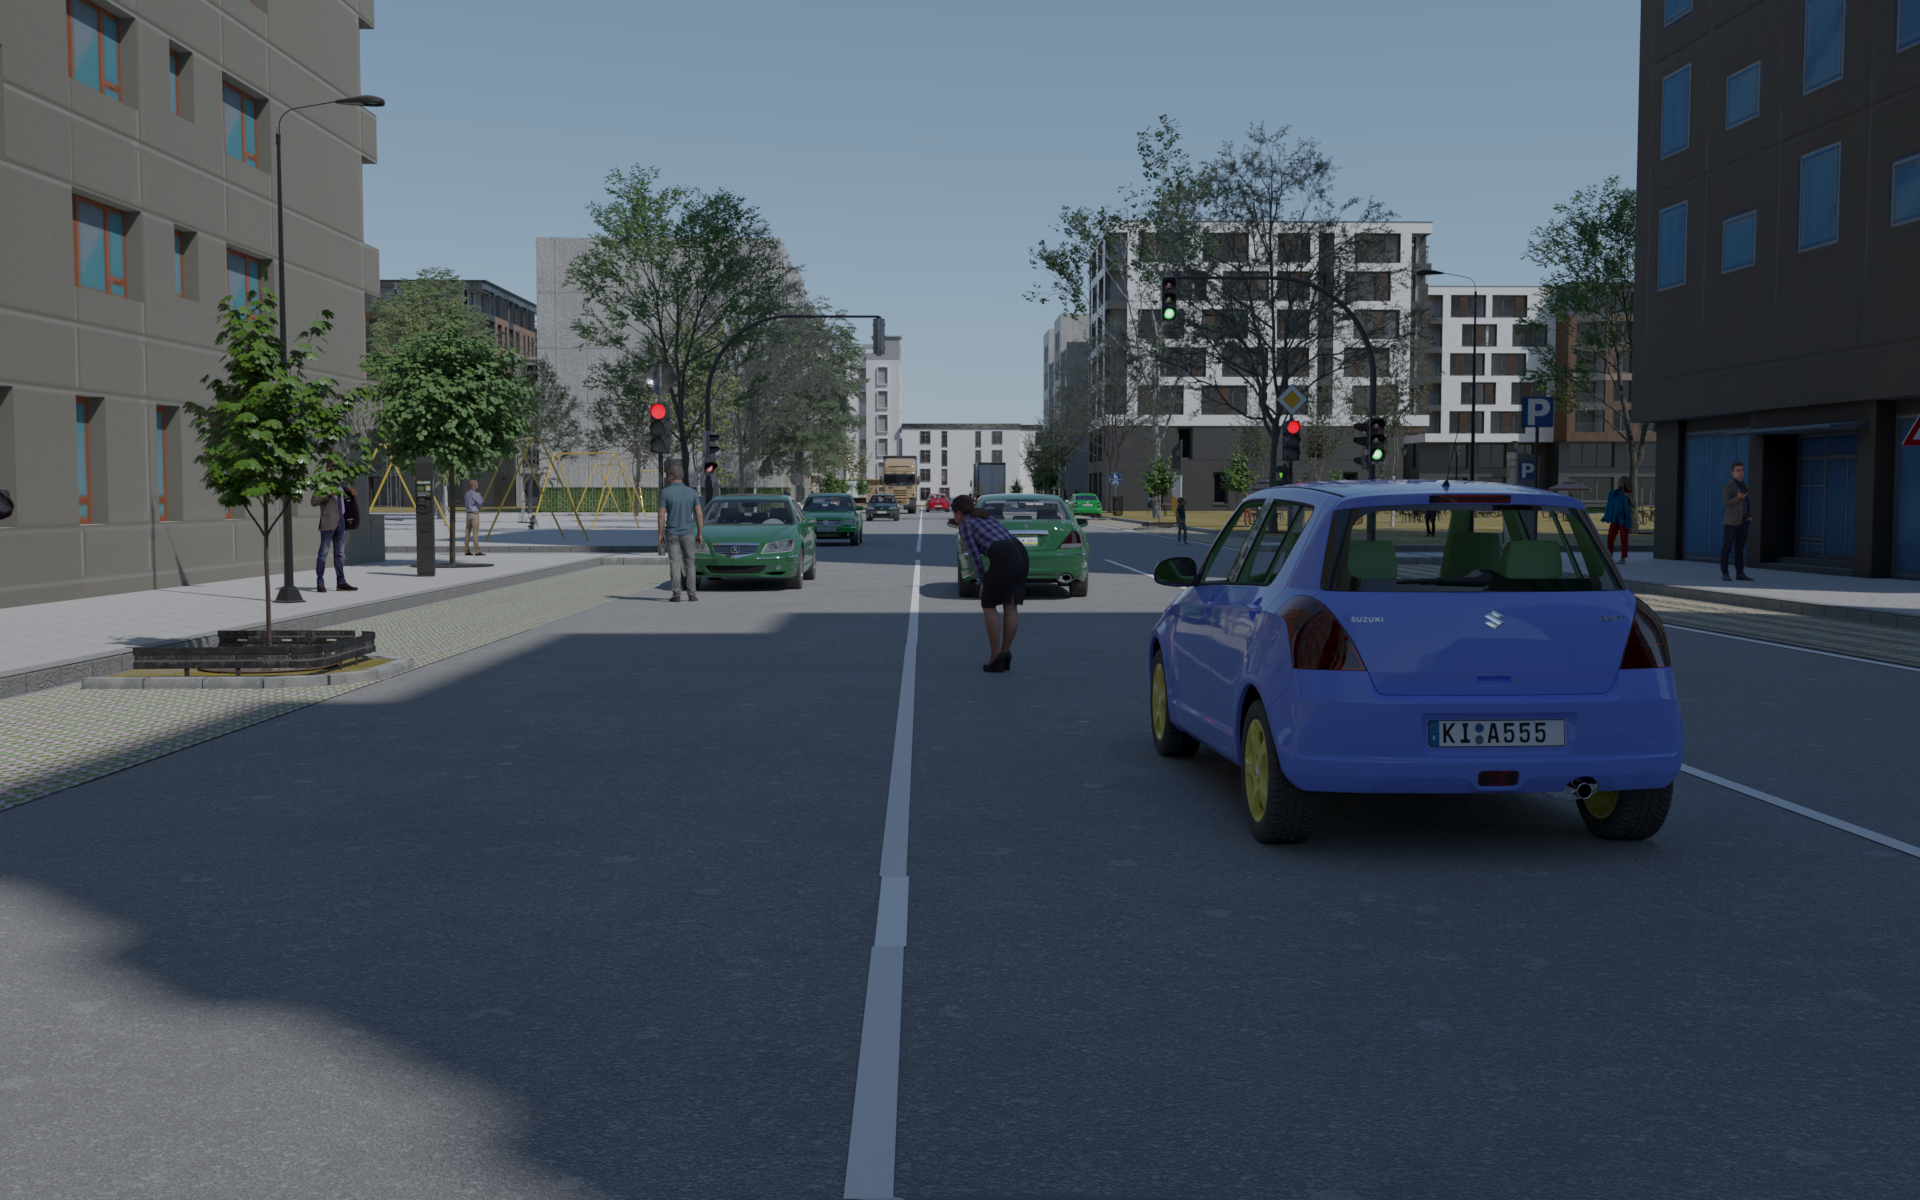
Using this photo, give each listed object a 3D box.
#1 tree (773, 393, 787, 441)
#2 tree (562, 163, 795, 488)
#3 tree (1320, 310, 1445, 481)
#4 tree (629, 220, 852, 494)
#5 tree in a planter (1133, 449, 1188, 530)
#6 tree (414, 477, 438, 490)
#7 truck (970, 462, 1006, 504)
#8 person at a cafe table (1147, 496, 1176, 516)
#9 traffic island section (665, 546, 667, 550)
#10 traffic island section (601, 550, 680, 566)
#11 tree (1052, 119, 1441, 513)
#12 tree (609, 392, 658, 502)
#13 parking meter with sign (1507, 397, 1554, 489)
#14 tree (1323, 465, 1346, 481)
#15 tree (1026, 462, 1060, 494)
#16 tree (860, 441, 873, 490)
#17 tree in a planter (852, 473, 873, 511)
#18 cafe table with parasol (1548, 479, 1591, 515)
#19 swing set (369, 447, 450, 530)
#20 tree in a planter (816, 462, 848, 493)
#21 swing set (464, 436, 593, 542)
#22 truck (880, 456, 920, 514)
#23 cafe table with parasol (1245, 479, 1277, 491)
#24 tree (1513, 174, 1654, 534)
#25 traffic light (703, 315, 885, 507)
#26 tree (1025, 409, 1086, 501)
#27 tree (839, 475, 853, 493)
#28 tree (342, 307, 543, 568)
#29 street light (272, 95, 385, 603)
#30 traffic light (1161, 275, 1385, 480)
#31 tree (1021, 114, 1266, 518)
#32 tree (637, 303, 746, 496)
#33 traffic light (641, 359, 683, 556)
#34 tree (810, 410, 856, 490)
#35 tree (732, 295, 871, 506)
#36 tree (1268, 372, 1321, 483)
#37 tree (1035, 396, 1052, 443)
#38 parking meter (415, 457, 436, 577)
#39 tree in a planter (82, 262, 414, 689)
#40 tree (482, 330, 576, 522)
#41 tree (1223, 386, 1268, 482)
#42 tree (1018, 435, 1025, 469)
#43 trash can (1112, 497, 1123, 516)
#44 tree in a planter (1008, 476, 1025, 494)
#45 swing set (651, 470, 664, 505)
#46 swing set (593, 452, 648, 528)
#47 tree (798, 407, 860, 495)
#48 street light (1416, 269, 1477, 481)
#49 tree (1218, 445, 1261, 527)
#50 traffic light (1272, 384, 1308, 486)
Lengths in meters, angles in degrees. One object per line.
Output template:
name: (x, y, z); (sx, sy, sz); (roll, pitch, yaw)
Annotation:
tree: (-12.480, -9.347, 103.191); (4.360, 8.622, 3.978); (0, 3, 0)
tree: (-8.897, -7.921, 55.258); (9.928, 11.665, 9.643); (0, 3, 0)
tree: (16.868, -7.214, 68.306); (4.360, 8.622, 3.978); (0, 3, 0)
tree: (-9.676, -10.210, 77.297); (12.009, 13.543, 11.850); (0, 3, 0)
tree in a planter: (7.944, -4.390, 68.996); (1.991, 3.239, 1.994); (0, 4, -1)
tree: (-35.656, -10.000, 113.868); (4.360, 8.622, 3.978); (0, 3, 0)
truck: (2.568, -10.359, 158.289); (2.839, 4.237, 11.283); (0, 4, -3)
person at a cafe table: (11.668, -5.501, 100.796); (1.698, 1.238, 1.726); (-3, 5, -44)
traffic island section: (-6.413, -1.336, 44.121); (2.009, 0.180, 2.903); (0, 4, -1)
traffic island section: (-6.243, -0.847, 36.137); (2.009, 0.180, 2.903); (0, 4, -1)
tree: (10.253, -8.935, 56.465); (12.009, 13.543, 11.850); (0, 3, 0)
tree: (-20.086, -9.677, 108.586); (4.360, 8.622, 3.978); (0, 3, 0)
parking meter with sign: (10.389, -2.181, 31.917); (0.543, 3.016, 1.738); (0, 4, 3)
tree: (25.226, -7.481, 116.922); (1.663, 3.219, 1.824); (0, 3, 0)
tree: (8.054, -11.209, 166.977); (4.285, 4.588, 4.351); (0, 3, 0)
tree: (-11.282, -14.157, 181.832); (4.737, 8.622, 4.395); (0, 3, 0)
tree in a planter: (-8.254, -9.088, 145.816); (1.991, 3.239, 1.994); (0, 4, -1)
cafe table with parasol: (28.525, -4.660, 81.063); (2.610, 1.966, 2.610); (-1, 4, -13)
swing set: (-17.346, -3.384, 52.953); (2.862, 2.851, 3.119); (-2, 4, -31)
tree in a planter: (-7.218, -6.098, 96.924); (1.991, 3.239, 1.994); (0, 4, -1)
swing set: (-12.109, -3.092, 48.173); (2.862, 2.851, 3.119); (-2, 4, -26)
truck: (-4.411, -8.529, 128.364); (2.839, 4.237, 11.283); (0, 4, -1)
cafe table with parasol: (14.256, -4.641, 80.750); (2.610, 1.966, 2.610); (0, 4, 2)
tree: (21.695, -7.927, 55.356); (9.928, 11.665, 9.643); (0, 3, 0)
traffic light: (-4.283, -4.245, 44.066); (4.771, 5.953, 1.251); (0, 4, -1)
tree: (8.218, -11.735, 142.225); (4.737, 8.622, 4.395); (0, 3, 0)
tree: (-11.539, -10.826, 171.605); (1.663, 3.219, 1.824); (0, 3, 0)
tree: (-9.067, -2.862, 30.509); (4.285, 4.588, 4.351); (0, 3, 0)
street light: (-7.391, -2.921, 20.307); (1.470, 5.913, 1.316); (0, 4, -1)
traffic light: (6.526, -3.760, 36.149); (4.771, 5.953, 1.251); (0, 4, -1)
tree: (9.496, -14.279, 89.347); (12.611, 20.169, 13.585); (0, 3, 0)
tree: (-9.663, -6.916, 63.441); (4.737, 8.622, 4.395); (0, 3, 0)
traffic light: (-6.202, -2.880, 36.004); (0.839, 4.253, 0.868); (0, 4, -1)
tree: (-10.460, -11.623, 140.401); (4.360, 8.622, 3.978); (0, 3, 0)
tree: (-10.549, -12.547, 111.793); (9.857, 13.997, 8.962); (0, 3, 0)
tree: (20.432, -9.035, 98.092); (4.360, 8.622, 3.978); (0, 3, 0)
tree: (10.261, -12.642, 117.061); (12.009, 13.543, 11.850); (0, 3, 0)
parking meter: (-8.317, -1.298, 26.939); (0.255, 1.863, 0.399); (-1, 4, -13)
tree in a planter: (-5.442, -0.998, 13.540); (1.991, 3.239, 1.994); (0, 4, -1)
tree: (-19.453, -7.760, 77.244); (4.360, 8.622, 3.978); (0, 3, 0)
tree: (19.893, -10.105, 115.583); (4.360, 8.622, 3.978); (0, 3, 0)
tree: (7.800, -12.733, 158.547); (4.737, 8.622, 4.395); (0, 3, 0)
trash can: (9.270, -5.509, 101.733); (0.748, 1.137, 0.748); (0, 3, 0)
tree in a planter: (5.710, -10.813, 174.014); (1.991, 3.239, 1.994); (0, 4, -1)
swing set: (-19.996, -7.126, 114.138); (3.119, 2.851, 2.862); (-2, 4, -26)
swing set: (-14.050, -4.147, 65.419); (3.119, 2.851, 2.862); (2, 4, 26)
tree: (-9.844, -10.512, 122.238); (4.737, 8.622, 4.395); (0, 3, 0)
street light: (10.122, -3.879, 35.961); (1.470, 5.913, 1.316); (0, 4, -1)
tree: (10.918, -4.455, 67.434); (1.663, 3.219, 1.824); (0, 3, 0)
traffic light: (8.445, -3.388, 44.318); (0.839, 4.253, 0.868); (0, 4, -1)
